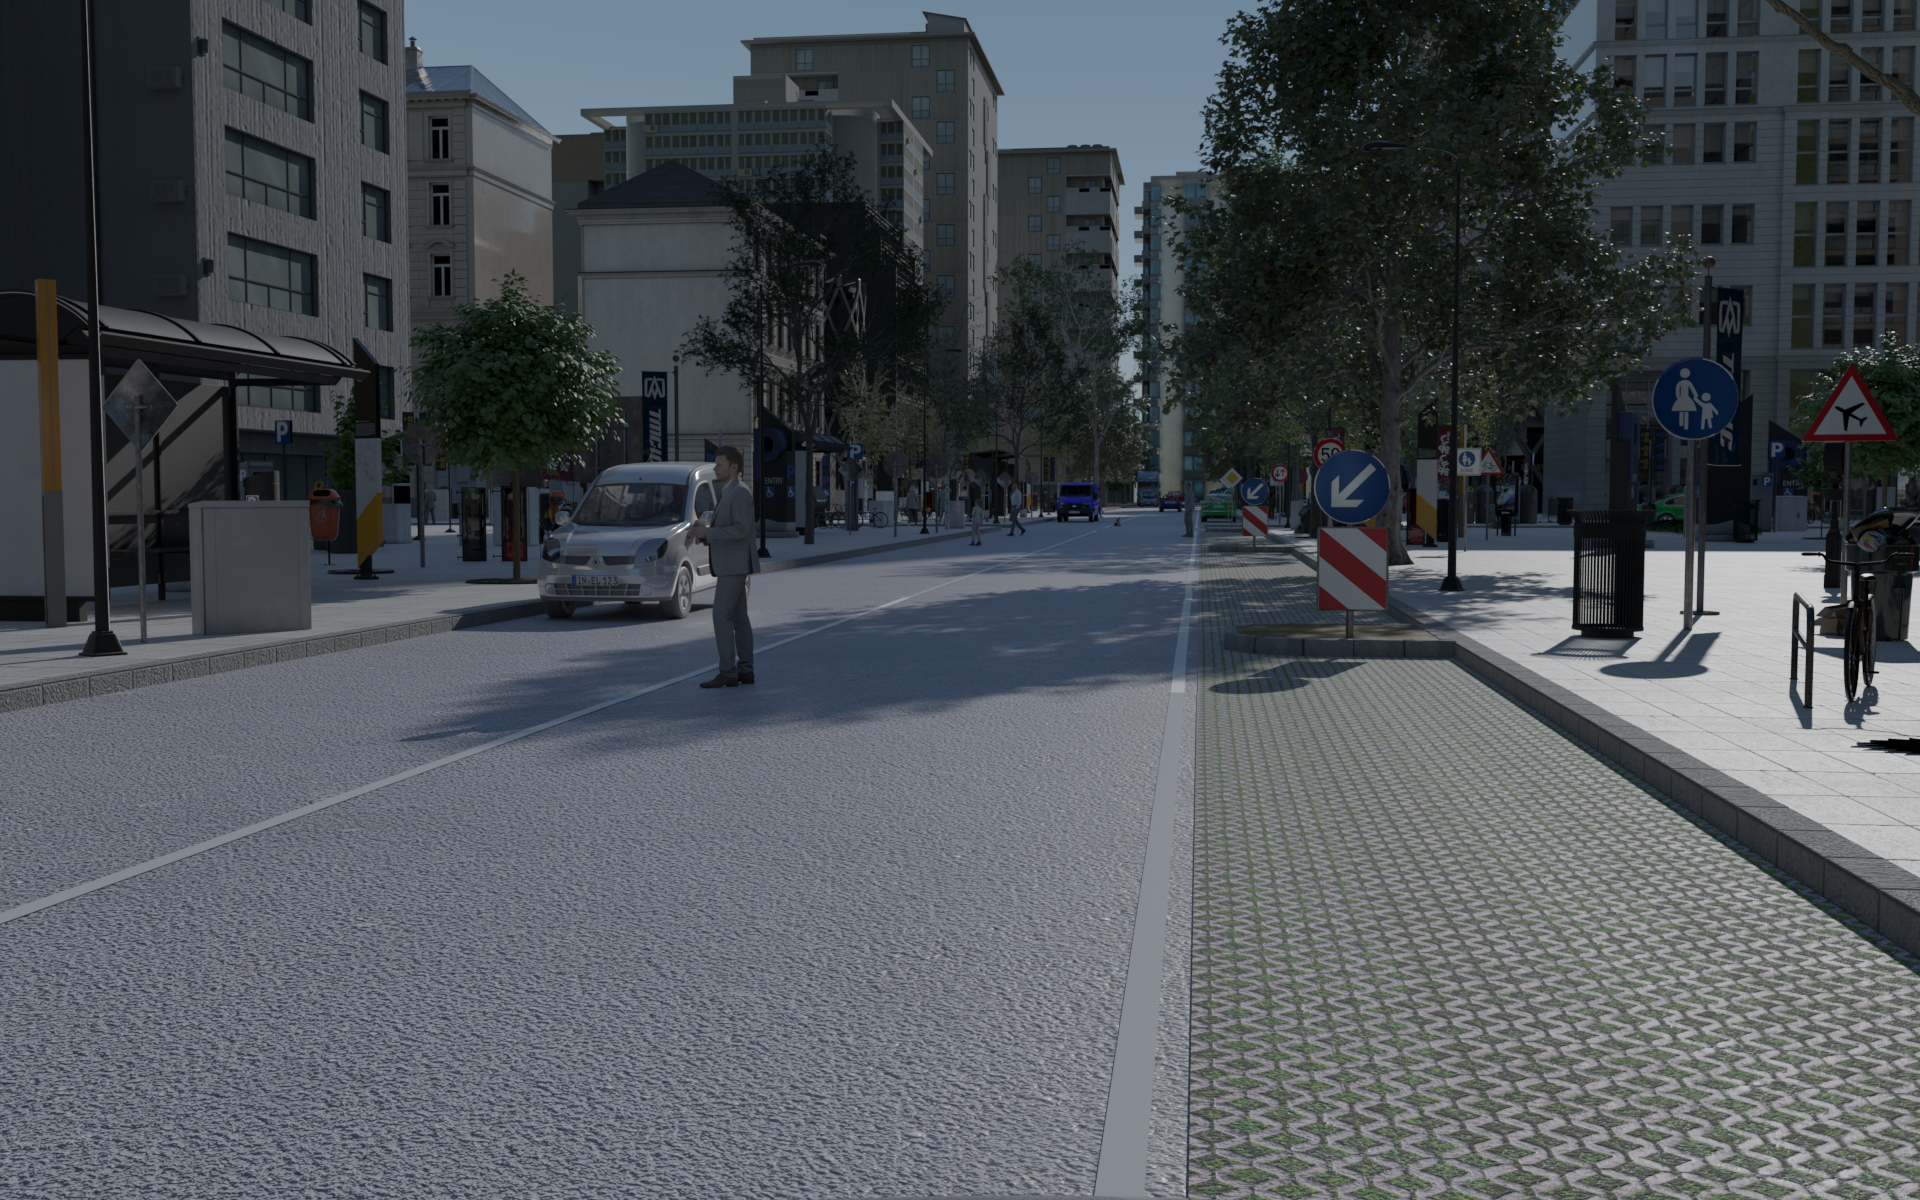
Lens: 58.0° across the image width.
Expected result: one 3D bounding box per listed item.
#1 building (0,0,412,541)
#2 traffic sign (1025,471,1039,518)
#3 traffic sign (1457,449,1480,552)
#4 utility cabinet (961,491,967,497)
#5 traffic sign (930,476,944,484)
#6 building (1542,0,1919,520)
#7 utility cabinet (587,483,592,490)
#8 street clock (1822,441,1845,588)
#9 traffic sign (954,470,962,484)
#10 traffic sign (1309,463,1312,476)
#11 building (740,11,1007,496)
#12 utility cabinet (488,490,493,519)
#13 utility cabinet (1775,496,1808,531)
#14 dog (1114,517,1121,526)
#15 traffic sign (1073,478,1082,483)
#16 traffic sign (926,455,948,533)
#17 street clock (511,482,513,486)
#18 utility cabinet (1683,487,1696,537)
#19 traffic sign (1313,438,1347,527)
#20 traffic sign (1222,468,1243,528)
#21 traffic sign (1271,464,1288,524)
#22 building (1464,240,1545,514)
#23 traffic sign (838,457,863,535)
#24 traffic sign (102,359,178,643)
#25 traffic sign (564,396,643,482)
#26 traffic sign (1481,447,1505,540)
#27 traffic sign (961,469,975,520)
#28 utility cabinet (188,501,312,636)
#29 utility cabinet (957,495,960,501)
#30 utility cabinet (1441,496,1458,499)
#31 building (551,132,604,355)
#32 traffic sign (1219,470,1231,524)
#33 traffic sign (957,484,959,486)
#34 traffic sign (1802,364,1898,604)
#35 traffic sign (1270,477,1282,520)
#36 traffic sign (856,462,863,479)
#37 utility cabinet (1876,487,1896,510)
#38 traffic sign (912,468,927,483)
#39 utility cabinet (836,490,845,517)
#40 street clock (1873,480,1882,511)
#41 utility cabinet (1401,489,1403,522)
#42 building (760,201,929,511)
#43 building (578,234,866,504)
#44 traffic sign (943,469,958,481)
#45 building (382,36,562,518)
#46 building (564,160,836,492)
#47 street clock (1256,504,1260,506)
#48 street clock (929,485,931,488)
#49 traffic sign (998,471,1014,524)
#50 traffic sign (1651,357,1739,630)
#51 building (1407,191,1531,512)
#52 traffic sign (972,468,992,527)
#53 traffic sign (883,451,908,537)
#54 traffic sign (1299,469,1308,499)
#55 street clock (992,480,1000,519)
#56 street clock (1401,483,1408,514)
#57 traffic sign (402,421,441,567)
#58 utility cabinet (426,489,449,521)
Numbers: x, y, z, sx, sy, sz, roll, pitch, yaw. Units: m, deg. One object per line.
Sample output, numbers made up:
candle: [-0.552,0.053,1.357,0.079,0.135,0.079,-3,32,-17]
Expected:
building: [-23.601,-16.863,47.413,14.107,30.474,14.160,0,4,8]
traffic sign: [3.910,-5.767,94.393,0.768,2.556,0.104,1,4,9]
traffic sign: [11.249,-2.225,38.503,0.606,2.300,0.079,1,4,10]
utility cabinet: [0.651,-7.774,135.783,1.173,1.500,0.318,1,4,9]
traffic sign: [-1.200,-5.482,89.736,0.768,2.556,0.104,1,4,16]
building: [46.123,-18.970,87.651,29.804,29.767,11.434,0,4,8]
utility cabinet: [-6.826,-1.580,34.516,1.173,1.500,0.318,1,4,17]
street clock: [11.933,-1.166,23.627,0.358,2.002,0.471,3,5,40]
traffic sign: [-0.219,-5.645,92.402,0.768,2.556,0.104,1,4,10]
traffic sign: [13.334,-3.927,64.308,0.768,2.556,0.104,1,4,14]
building: [-10.120,-37.339,199.723,27.495,52.752,28.713,0,4,8]
utility cabinet: [-22.935,-4.740,86.174,1.173,1.500,0.318,2,4,33]
utility cabinet: [28.575,-2.959,59.545,1.020,1.237,0.306,0,4,-7]
dog: [7.093,-3.488,77.216,0.550,0.427,0.748,2,4,27]
traffic sign: [9.407,-8.487,138.875,0.768,2.556,0.104,1,4,10]
traffic sign: [-0.762,-3.449,56.502,0.768,2.556,0.104,1,4,17]
street clock: [-24.585,-5.573,95.696,0.471,2.002,0.358,3,4,36]
utility cabinet: [21.722,-2.554,50.442,1.173,1.500,0.318,1,4,22]
traffic sign: [8.416,-2.405,39.427,0.768,2.556,0.104,1,4,9]
traffic sign: [10.287,-3.784,65.504,0.795,2.450,0.064,0,4,8]
traffic sign: [13.530,-4.471,73.214,0.768,2.556,0.104,1,4,15]
building: [42.301,-15.179,115.626,16.820,18.784,16.811,0,4,8]
traffic sign: [-3.418,-3.224,53.894,0.795,2.450,0.064,1,4,11]
traffic sign: [-7.038,-0.837,14.870,0.795,2.450,0.064,1,4,17]
traffic sign: [-7.293,-2.589,36.199,2.265,3.308,0.079,1,4,17]
traffic sign: [14.620,-2.935,47.988,0.884,2.594,0.081,1,4,15]
traffic sign: [0.398,-5.329,87.228,0.768,2.556,0.104,1,4,14]
utility cabinet: [-6.593,-0.302,16.106,0.306,1.237,1.020,3,5,43]
utility cabinet: [-0.548,-7.771,138.217,1.020,1.237,0.306,0,4,3]
utility cabinet: [18.061,-3.232,64.004,0.306,1.237,1.020,0,4,-4]
building: [-45.233,-34.323,211.292,14.200,45.320,14.600,0,4,8]
traffic sign: [11.384,-4.267,73.414,0.795,2.450,0.064,0,4,8]
traffic sign: [-0.245,-5.784,95.759,0.795,2.450,0.064,1,4,11]
traffic sign: [8.950,-1.069,17.476,0.884,2.594,0.081,1,4,12]
traffic sign: [15.691,-5.127,85.948,0.606,2.300,0.079,1,4,16]
traffic sign: [-4.119,-4.079,66.805,0.768,2.556,0.104,1,4,16]
utility cabinet: [29.577,-2.810,54.616,1.173,1.500,0.318,3,4,37]
traffic sign: [-1.998,-5.185,84.874,0.768,2.556,0.104,1,4,13]
utility cabinet: [-6.852,-5.378,96.613,1.173,1.500,0.318,3,5,45]
street clock: [32.760,-3.497,61.749,0.358,2.002,0.471,0,4,4]
utility cabinet: [19.740,-4.249,78.157,0.318,1.500,1.173,0,4,7]
building: [-9.832,-18.976,139.929,12.332,23.373,15.834,0,4,8]
building: [-15.107,-15.368,118.714,16.820,18.784,16.811,0,4,8]
traffic sign: [-0.497,-5.453,89.269,0.768,2.556,0.104,1,4,12]
building: [-37.096,-18.496,99.669,25.104,27.353,12.463,0,4,8]
building: [-14.319,-14.421,100.408,10.561,19.102,19.286,0,4,8]
street clock: [15.589,-5.257,90.527,0.358,2.002,0.471,-2,4,-34]
street clock: [-2.591,-8.393,141.795,0.358,2.002,0.471,-2,4,-28]
traffic sign: [1.933,-4.349,74.740,0.795,2.450,0.064,0,4,8]
traffic sign: [6.871,-0.989,16.272,0.768,2.556,0.104,1,4,10]
building: [42.220,-19.358,134.528,12.078,24.808,19.932,0,4,8]
traffic sign: [0.835,-3.865,66.831,0.795,2.450,0.064,0,4,8]
traffic sign: [-1.920,-3.136,51.373,0.768,2.556,0.104,1,4,15]
traffic sign: [17.228,-5.358,87.707,0.768,2.556,0.104,1,4,10]
street clock: [1.858,-5.188,89.391,0.358,2.002,0.471,2,4,35]
street clock: [28.870,-6.607,112.602,0.358,2.002,0.471,3,5,43]
traffic sign: [-9.413,-1.845,30.268,0.768,2.556,0.104,1,4,13]
utility cabinet: [-24.893,-4.524,82.653,1.173,1.500,0.318,1,4,19]
